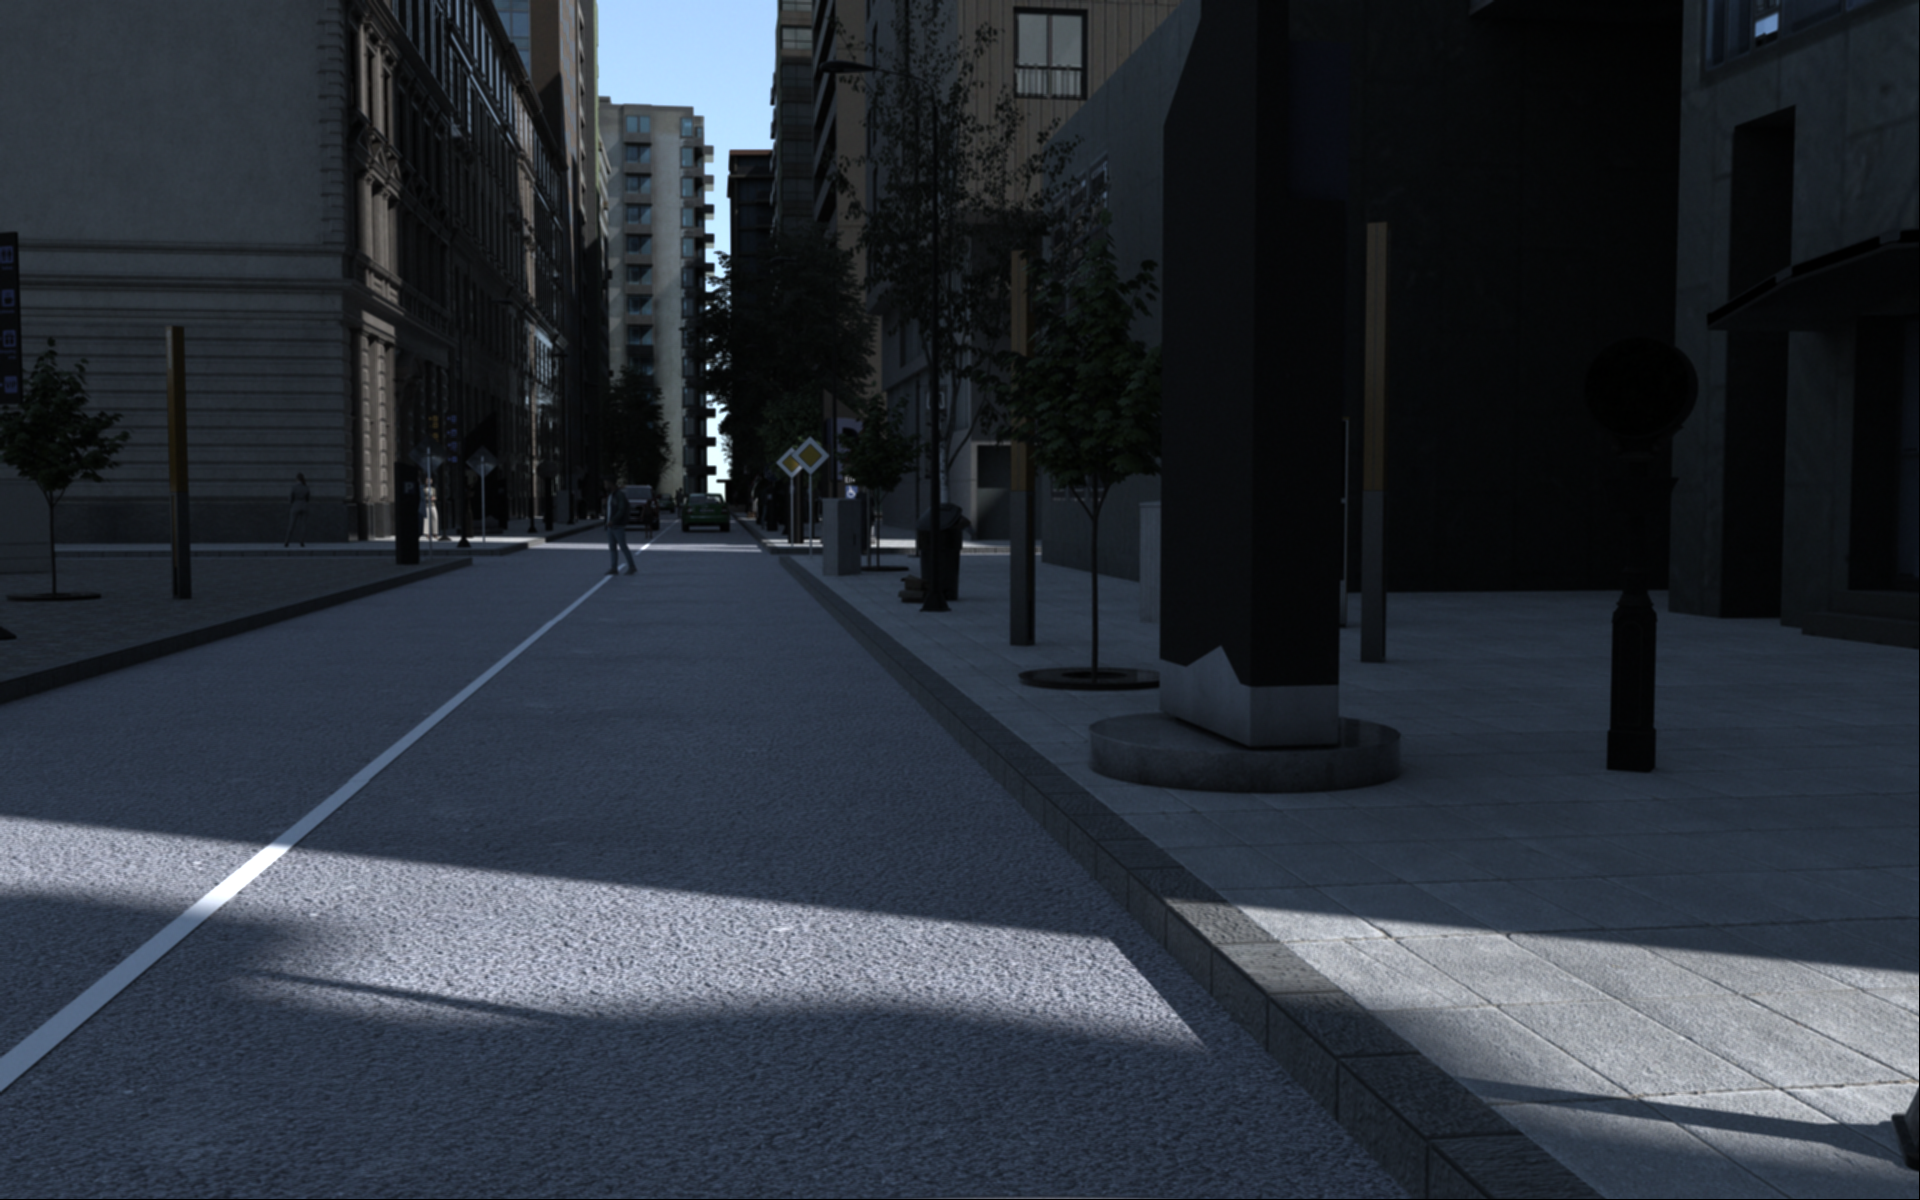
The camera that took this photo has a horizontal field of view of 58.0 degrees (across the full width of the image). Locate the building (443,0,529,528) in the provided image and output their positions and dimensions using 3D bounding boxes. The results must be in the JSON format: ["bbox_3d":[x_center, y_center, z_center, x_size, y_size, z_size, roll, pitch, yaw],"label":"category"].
[{"bbox_3d":[-26.265,-17.009,75.360,12.463,27.353,25.104,-1,4,-8],"label":"building"}]

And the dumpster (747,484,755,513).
[{"bbox_3d":[-10.896,-5.394,93.943,1.264,1.857,1.865,-1,4,-8],"label":"dumpster"}]

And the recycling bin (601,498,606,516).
[{"bbox_3d":[-20.534,-5.436,101.438,0.722,1.027,0.722,1,4,12],"label":"recycling bin"}]

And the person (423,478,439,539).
[{"bbox_3d":[-15.066,-2.605,49.185,0.519,1.759,0.362,-3,4,-39],"label":"person"}]

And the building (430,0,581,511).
[{"bbox_3d":[-34.225,-28.779,120.652,14.600,45.320,14.200,-1,4,-8],"label":"building"}]

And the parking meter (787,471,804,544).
[{"bbox_3d":[-4.233,-2.376,44.558,0.399,1.863,0.255,3,5,42],"label":"parking meter"}]

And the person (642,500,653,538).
[{"bbox_3d":[-10.177,-2.645,56.414,0.362,1.253,0.373,-1,4,-18],"label":"person"}]

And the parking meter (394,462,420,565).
[{"bbox_3d":[-10.062,-1.580,31.542,0.399,1.863,0.255,-3,5,-40],"label":"parking meter"}]

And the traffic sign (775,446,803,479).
[{"bbox_3d":[-4.103,-2.464,42.481,0.795,2.593,0.064,-1,4,-8],"label":"traffic sign"}]

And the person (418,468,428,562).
[{"bbox_3d":[-10.361,-1.629,32.936,0.793,1.790,0.793,-3,5,-44],"label":"person"}]

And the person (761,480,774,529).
[{"bbox_3d":[-6.990,-3.479,63.272,0.623,1.781,0.721,0,4,4],"label":"person"}]

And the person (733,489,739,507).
[{"bbox_3d":[-21.548,-9.766,166.507,0.721,1.735,1.217,1,4,12],"label":"person"}]

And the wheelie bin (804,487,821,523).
[{"bbox_3d":[-6.693,-4.222,76.936,0.980,1.594,0.693,-2,4,-29],"label":"wheelie bin"}]

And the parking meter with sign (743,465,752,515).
[{"bbox_3d":[-12.211,-6.557,103.467,0.543,3.016,1.738,2,4,27],"label":"parking meter with sign"}]

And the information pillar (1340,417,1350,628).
[{"bbox_3d":[3.546,-0.744,16.662,0.304,2.012,0.304,0,4,-4],"label":"information pillar"}]

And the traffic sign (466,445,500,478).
[{"bbox_3d":[-11.425,-2.401,41.450,0.795,2.593,0.064,-1,4,-8],"label":"traffic sign"}]

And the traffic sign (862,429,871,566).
[{"bbox_3d":[-1.595,-1.853,30.293,0.884,2.594,0.081,0,4,-5],"label":"traffic sign"}]

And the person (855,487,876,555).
[{"bbox_3d":[-2.268,-1.930,40.475,0.534,1.772,0.576,3,5,42],"label":"person"}]

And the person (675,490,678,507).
[{"bbox_3d":[-30.294,-10.839,185.349,0.705,1.869,1.348,0,4,1],"label":"person"}]

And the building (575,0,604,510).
[{"bbox_3d":[-35.545,-27.600,134.849,14.154,41.232,14.086,-1,4,-8],"label":"building"}]

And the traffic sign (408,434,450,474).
[{"bbox_3d":[-10.285,-1.918,33.547,0.795,2.593,0.064,-1,4,-8],"label":"traffic sign"}]

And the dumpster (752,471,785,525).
[{"bbox_3d":[-7.858,-4.249,71.965,1.502,2.255,1.985,0,4,-8],"label":"dumpster"}]

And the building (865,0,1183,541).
[{"bbox_3d":[10.847,-28.721,58.834,27.495,52.752,28.713,-1,4,-8],"label":"building"}]

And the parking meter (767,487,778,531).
[{"bbox_3d":[-6.511,-3.158,60.038,0.372,1.533,0.369,0,3,0],"label":"parking meter"}]

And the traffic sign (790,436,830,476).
[{"bbox_3d":[-2.963,-1.981,34.578,0.795,2.593,0.064,-1,4,-8],"label":"traffic sign"}]

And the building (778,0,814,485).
[{"bbox_3d":[-7.363,-27.841,138.791,14.154,41.232,14.086,-1,4,-8],"label":"building"}]

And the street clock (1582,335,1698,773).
[{"bbox_3d":[3.136,-0.212,8.032,0.471,2.002,0.358,2,4,30],"label":"street clock"}]

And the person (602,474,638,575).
[{"bbox_3d":[-6.083,-1.331,30.609,0.623,1.781,0.721,3,5,42],"label":"person"}]

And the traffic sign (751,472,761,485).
[{"bbox_3d":[-11.512,-6.051,98.935,0.884,2.594,0.081,0,4,-4],"label":"traffic sign"}]

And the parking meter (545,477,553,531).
[{"bbox_3d":[-14.416,-3.364,60.707,0.255,1.863,0.399,-1,4,-14],"label":"parking meter"}]

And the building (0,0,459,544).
[{"bbox_3d":[-22.123,-13.724,53.271,11.050,23.489,19.941,-1,4,-8],"label":"building"}]

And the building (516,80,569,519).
[{"bbox_3d":[-29.837,-18.526,100.163,12.463,27.353,25.104,-1,4,-8],"label":"building"}]

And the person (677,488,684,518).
[{"bbox_3d":[-16.673,-5.794,103.333,0.391,1.810,0.635,-3,5,-45],"label":"person"}]

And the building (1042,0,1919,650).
[{"bbox_3d":[14.787,-43.030,16.214,22.319,86.520,31.000,-1,4,-8],"label":"building"}]

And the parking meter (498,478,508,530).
[{"bbox_3d":[-16.517,-3.465,62.365,0.399,1.863,0.255,-1,4,-8],"label":"parking meter"}]

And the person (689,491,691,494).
[{"bbox_3d":[-29.858,-11.191,192.208,0.721,1.736,1.217,0,4,7],"label":"person"}]

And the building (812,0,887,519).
[{"bbox_3d":[2.787,-29.114,99.711,21.300,48.544,21.600,-1,4,-8],"label":"building"}]

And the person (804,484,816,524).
[{"bbox_3d":[-6.507,-4.185,74.739,0.520,1.790,0.573,-2,4,-27],"label":"person"}]

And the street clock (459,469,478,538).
[{"bbox_3d":[-14.354,-2.817,50.621,0.471,2.002,0.358,0,4,0],"label":"street clock"}]

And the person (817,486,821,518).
[{"bbox_3d":[-6.805,-4.582,81.515,0.519,1.759,0.362,-2,4,-32],"label":"person"}]

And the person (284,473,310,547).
[{"bbox_3d":[-16.106,-2.187,42.080,0.573,1.790,0.520,3,4,38],"label":"person"}]

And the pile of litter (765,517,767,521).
[{"bbox_3d":[-8.660,-4.170,82.148,1.176,0.858,1.719,2,4,32],"label":"pile of litter"}]

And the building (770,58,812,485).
[{"bbox_3d":[-7.724,-34.015,175.746,23.786,49.044,30.456,-1,4,-8],"label":"building"}]

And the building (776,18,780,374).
[{"bbox_3d":[-8.926,-30.740,152.704,14.600,45.320,14.200,-1,4,-8],"label":"building"}]

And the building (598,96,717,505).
[{"bbox_3d":[-45.231,-36.172,211.019,30.456,49.044,23.786,-1,4,-8],"label":"building"}]

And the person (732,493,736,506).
[{"bbox_3d":[-25.104,-11.240,193.048,0.421,1.427,0.697,2,4,31],"label":"person"}]

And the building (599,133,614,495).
[{"bbox_3d":[-46.599,-29.243,169.999,23.993,40.220,32.217,-1,4,-8],"label":"building"}]

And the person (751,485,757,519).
[{"bbox_3d":[-10.560,-5.095,89.914,0.480,1.755,0.524,1,4,12],"label":"person"}]

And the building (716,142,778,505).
[{"bbox_3d":[-15.804,-34.267,214.897,28.867,44.769,22.147,-1,4,-8],"label":"building"}]

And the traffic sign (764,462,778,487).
[{"bbox_3d":[-7.435,-4.224,69.162,0.768,2.556,0.104,0,4,-7],"label":"traffic sign"}]
